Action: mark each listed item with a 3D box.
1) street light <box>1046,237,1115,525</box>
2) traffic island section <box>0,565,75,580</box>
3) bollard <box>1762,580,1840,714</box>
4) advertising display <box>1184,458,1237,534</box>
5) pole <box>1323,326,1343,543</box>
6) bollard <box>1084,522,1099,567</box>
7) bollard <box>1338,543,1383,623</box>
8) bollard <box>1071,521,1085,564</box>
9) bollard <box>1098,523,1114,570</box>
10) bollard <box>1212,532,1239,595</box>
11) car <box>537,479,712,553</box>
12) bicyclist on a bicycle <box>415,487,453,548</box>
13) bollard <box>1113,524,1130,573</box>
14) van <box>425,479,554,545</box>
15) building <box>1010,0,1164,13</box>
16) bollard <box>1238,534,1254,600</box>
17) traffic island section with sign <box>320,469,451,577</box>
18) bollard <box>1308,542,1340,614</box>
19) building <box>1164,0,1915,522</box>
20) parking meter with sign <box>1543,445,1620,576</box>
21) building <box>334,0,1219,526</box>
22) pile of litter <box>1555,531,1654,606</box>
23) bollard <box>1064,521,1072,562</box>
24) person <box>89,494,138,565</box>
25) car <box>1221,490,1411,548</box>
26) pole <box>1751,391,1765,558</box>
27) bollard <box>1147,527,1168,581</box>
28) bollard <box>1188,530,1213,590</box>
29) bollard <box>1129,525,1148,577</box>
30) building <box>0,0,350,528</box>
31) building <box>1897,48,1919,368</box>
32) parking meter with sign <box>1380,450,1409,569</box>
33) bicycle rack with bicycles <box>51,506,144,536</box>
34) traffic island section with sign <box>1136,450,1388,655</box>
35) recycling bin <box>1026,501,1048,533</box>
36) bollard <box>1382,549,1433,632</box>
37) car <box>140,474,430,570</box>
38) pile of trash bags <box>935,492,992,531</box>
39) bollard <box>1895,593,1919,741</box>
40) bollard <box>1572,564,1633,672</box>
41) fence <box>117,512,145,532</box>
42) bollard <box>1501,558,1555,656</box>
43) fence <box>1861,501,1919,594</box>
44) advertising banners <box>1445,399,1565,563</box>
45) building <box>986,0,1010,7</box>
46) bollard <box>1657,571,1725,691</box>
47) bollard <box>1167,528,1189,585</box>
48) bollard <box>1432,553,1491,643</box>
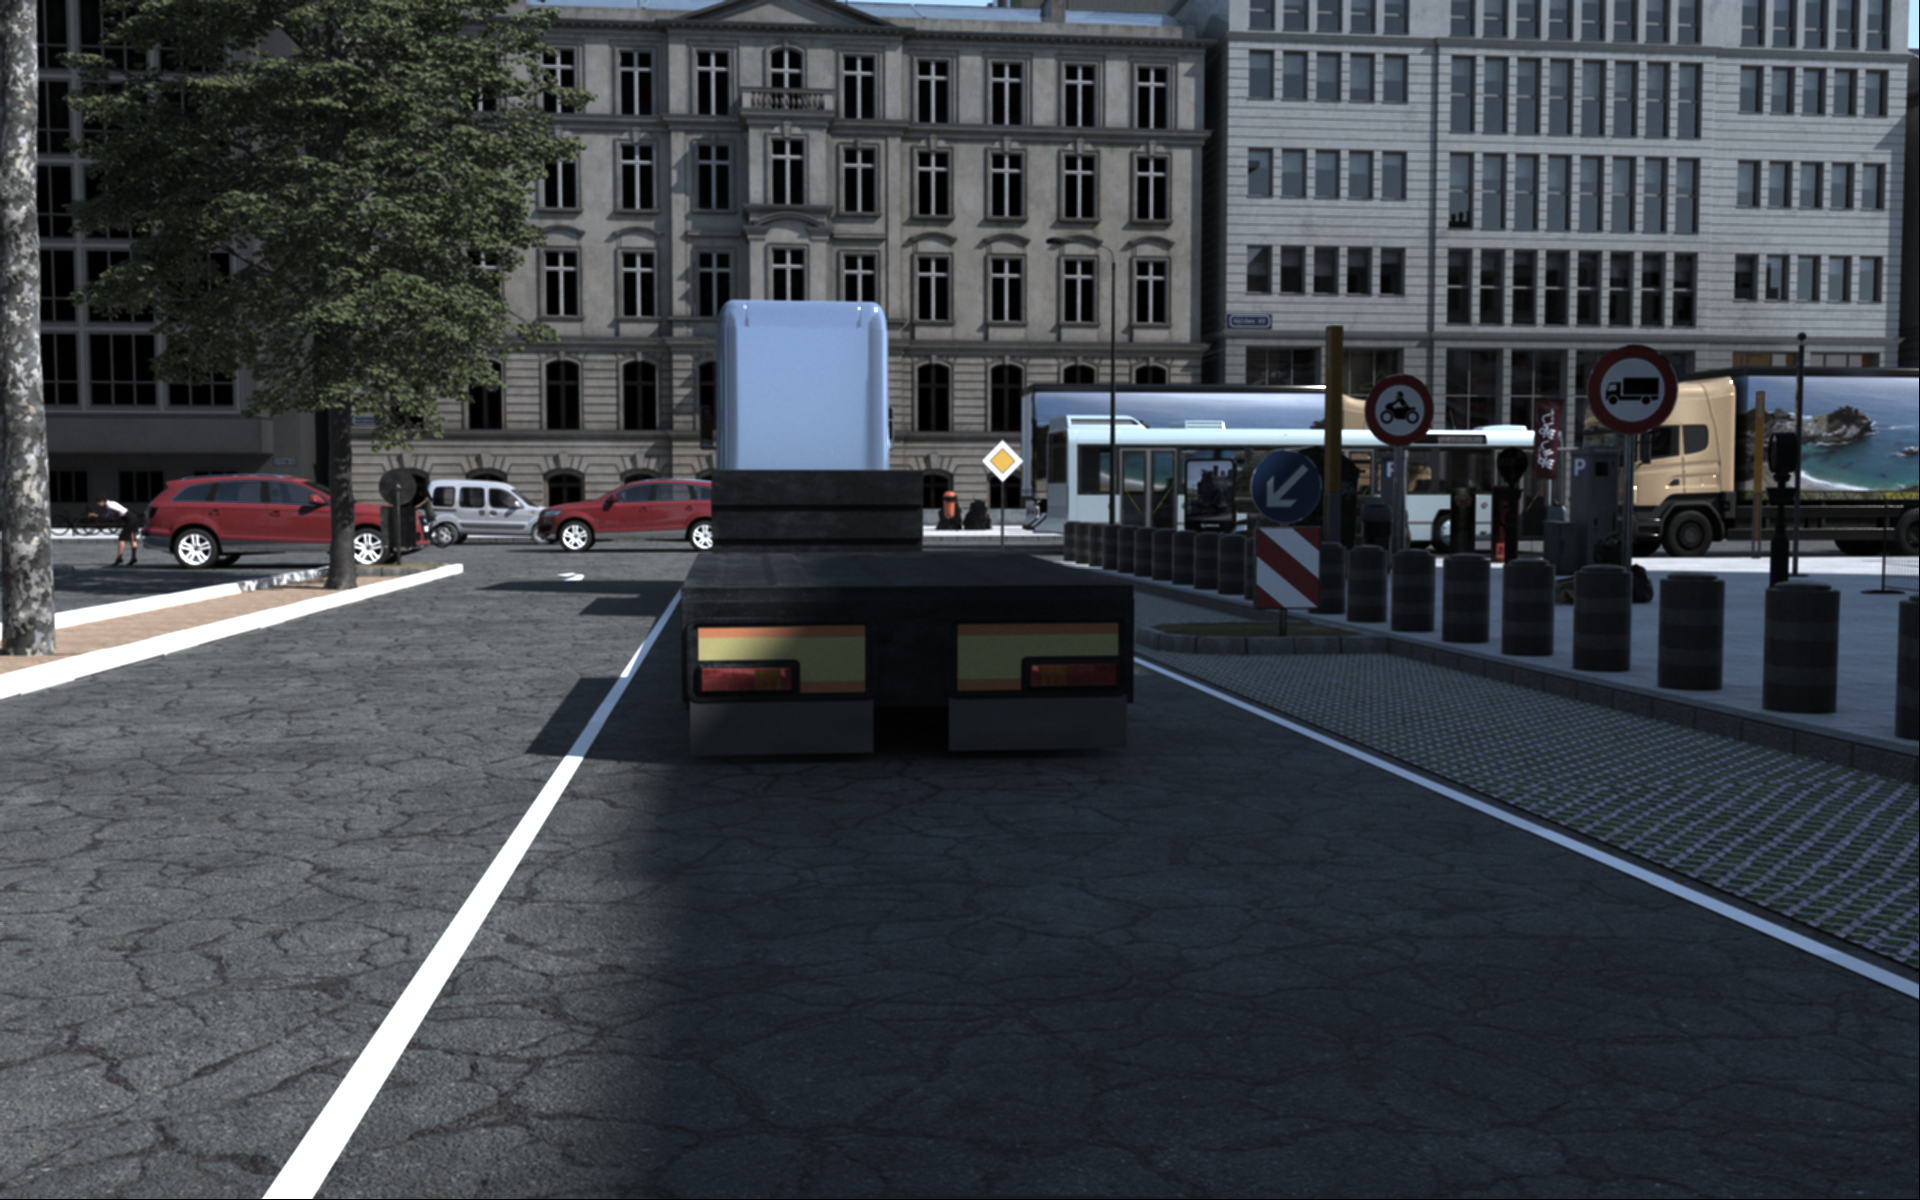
[{"bbox_3d":[2.248,-3.606,31.495,1.470,5.913,1.316,0,4,-7],"label":"street light"},{"bbox_3d":[-16.610,-0.457,29.748,2.009,0.180,2.903,0,4,-7],"label":"traffic island section"},{"bbox_3d":[4.994,0.271,10.284,0.404,0.777,0.398,0,3,0],"label":"bollard"},{"bbox_3d":[4.548,-1.606,31.472,0.974,1.923,0.123,2,4,32],"label":"advertising display"},{"bbox_3d":[4.544,-1.668,21.114,0.158,3.312,0.155,0,3,0],"label":"pole"},{"bbox_3d":[2.480,-0.972,30.605,0.404,0.777,0.398,0,3,0],"label":"bollard"},{"bbox_3d":[4.105,-0.168,17.461,0.404,0.777,0.398,0,3,0],"label":"bollard"},{"bbox_3d":[2.324,-1.046,31.815,0.404,0.777,0.398,0,3,0],"label":"bollard"},{"bbox_3d":[2.622,-0.899,29.412,0.404,0.777,0.398,0,3,0],"label":"bollard"},{"bbox_3d":[3.515,-0.460,22.231,0.404,0.777,0.398,0,3,0],"label":"bollard"},{"bbox_3d":[-7.915,-2.130,43.502,5.304,1.827,2.281,0,4,-8],"label":"car"},{"bbox_3d":[-14.334,-2.209,46.147,1.625,1.676,1.499,0,4,-6],"label":"bicyclist on a bicycle"},{"bbox_3d":[2.772,-0.826,28.219,0.404,0.777,0.398,0,3,0],"label":"bollard"},{"bbox_3d":[-13.167,-2.601,49.537,4.112,2.044,2.013,0,4,-6],"label":"van"},{"bbox_3d":[10.763,-27.992,141.264,14.154,41.232,14.086,0,4,-7],"label":"building"},{"bbox_3d":[3.659,-0.387,21.038,0.404,0.777,0.398,0,3,0],"label":"bollard"},{"bbox_3d":[-10.113,-1.385,30.786,2.006,1.907,1.989,0,4,-7],"label":"traffic island section with sign"},{"bbox_3d":[3.955,-0.241,18.653,0.404,0.777,0.398,0,3,0],"label":"bollard"},{"bbox_3d":[24.733,-18.313,76.909,29.804,29.767,11.434,0,4,-7],"label":"building"},{"bbox_3d":[10.091,-1.918,27.622,1.738,3.016,0.543,-2,4,-28],"label":"parking meter with sign"},{"bbox_3d":[-7.471,-15.565,73.569,34.723,24.649,14.460,0,4,-7],"label":"building"},{"bbox_3d":[7.489,-0.401,20.525,1.719,0.858,1.176,-1,4,-19],"label":"pile of litter"},{"bbox_3d":[2.179,-1.119,33.008,0.404,0.777,0.398,0,3,0],"label":"bollard"},{"bbox_3d":[-16.926,-1.410,34.738,0.628,1.438,0.799,2,4,32],"label":"person"},{"bbox_3d":[7.667,-1.700,37.586,4.222,1.686,2.009,0,4,-7],"label":"car"},{"bbox_3d":[15.892,-2.486,34.483,0.158,3.312,0.155,0,3,0],"label":"pole"},{"bbox_3d":[3.068,-0.680,25.834,0.404,0.777,0.398,0,3,0],"label":"bollard"},{"bbox_3d":[3.368,-0.533,23.424,0.404,0.777,0.398,0,3,0],"label":"bollard"},{"bbox_3d":[2.921,-0.753,27.027,0.404,0.777,0.398,0,3,0],"label":"bollard"},{"bbox_3d":[-37.395,-16.836,68.773,24.014,27.812,14.314,0,4,-7],"label":"building"},{"bbox_3d":[49.733,-14.008,78.174,18.267,20.994,9.793,0,4,-7],"label":"building"},{"bbox_3d":[7.561,-2.080,30.266,0.543,3.016,1.738,1,4,18],"label":"parking meter with sign"},{"bbox_3d":[-26.784,-2.483,53.978,2.925,0.926,2.852,-2,4,-23],"label":"bicycle rack with bicycles"},{"bbox_3d":[2.727,-0.469,16.289,1.989,1.847,2.006,0,4,-7],"label":"traffic island section with sign"},{"bbox_3d":[2.817,-2.993,61.486,0.722,1.027,0.722,-3,4,-38],"label":"recycling bin"},{"bbox_3d":[4.256,-0.095,16.264,0.404,0.777,0.398,0,3,0],"label":"bollard"},{"bbox_3d":[-13.177,-1.550,34.008,5.304,1.827,2.281,-1,4,-9],"label":"car"},{"bbox_3d":[-0.003,-3.173,61.637,1.912,1.369,3.447,1,4,14],"label":"pile of trash bags"},{"bbox_3d":[5.144,0.344,9.088,0.404,0.777,0.398,0,3,0],"label":"bollard"},{"bbox_3d":[4.699,0.125,12.669,0.404,0.777,0.398,0,3,0],"label":"bollard"},{"bbox_3d":[-27.652,-2.603,57.931,2.069,0.683,0.278,3,5,41],"label":"fence"},{"bbox_3d":[4.550,0.052,13.870,0.404,0.777,0.398,0,3,0],"label":"bollard"},{"bbox_3d":[11.884,-0.617,21.297,0.480,1.192,2.264,0,4,2],"label":"fence"},{"bbox_3d":[10.126,-2.205,32.235,2.074,3.025,0.090,1,4,15],"label":"advertising banners"},{"bbox_3d":[12.215,-33.272,163.603,23.786,49.044,30.456,0,4,-7],"label":"building"},{"bbox_3d":[4.844,0.198,11.476,0.404,0.777,0.398,0,3,0],"label":"bollard"},{"bbox_3d":[3.221,-0.606,24.632,0.404,0.777,0.398,0,3,0],"label":"bollard"},{"bbox_3d":[4.405,-0.022,15.071,0.404,0.777,0.398,0,3,0],"label":"bollard"}]
